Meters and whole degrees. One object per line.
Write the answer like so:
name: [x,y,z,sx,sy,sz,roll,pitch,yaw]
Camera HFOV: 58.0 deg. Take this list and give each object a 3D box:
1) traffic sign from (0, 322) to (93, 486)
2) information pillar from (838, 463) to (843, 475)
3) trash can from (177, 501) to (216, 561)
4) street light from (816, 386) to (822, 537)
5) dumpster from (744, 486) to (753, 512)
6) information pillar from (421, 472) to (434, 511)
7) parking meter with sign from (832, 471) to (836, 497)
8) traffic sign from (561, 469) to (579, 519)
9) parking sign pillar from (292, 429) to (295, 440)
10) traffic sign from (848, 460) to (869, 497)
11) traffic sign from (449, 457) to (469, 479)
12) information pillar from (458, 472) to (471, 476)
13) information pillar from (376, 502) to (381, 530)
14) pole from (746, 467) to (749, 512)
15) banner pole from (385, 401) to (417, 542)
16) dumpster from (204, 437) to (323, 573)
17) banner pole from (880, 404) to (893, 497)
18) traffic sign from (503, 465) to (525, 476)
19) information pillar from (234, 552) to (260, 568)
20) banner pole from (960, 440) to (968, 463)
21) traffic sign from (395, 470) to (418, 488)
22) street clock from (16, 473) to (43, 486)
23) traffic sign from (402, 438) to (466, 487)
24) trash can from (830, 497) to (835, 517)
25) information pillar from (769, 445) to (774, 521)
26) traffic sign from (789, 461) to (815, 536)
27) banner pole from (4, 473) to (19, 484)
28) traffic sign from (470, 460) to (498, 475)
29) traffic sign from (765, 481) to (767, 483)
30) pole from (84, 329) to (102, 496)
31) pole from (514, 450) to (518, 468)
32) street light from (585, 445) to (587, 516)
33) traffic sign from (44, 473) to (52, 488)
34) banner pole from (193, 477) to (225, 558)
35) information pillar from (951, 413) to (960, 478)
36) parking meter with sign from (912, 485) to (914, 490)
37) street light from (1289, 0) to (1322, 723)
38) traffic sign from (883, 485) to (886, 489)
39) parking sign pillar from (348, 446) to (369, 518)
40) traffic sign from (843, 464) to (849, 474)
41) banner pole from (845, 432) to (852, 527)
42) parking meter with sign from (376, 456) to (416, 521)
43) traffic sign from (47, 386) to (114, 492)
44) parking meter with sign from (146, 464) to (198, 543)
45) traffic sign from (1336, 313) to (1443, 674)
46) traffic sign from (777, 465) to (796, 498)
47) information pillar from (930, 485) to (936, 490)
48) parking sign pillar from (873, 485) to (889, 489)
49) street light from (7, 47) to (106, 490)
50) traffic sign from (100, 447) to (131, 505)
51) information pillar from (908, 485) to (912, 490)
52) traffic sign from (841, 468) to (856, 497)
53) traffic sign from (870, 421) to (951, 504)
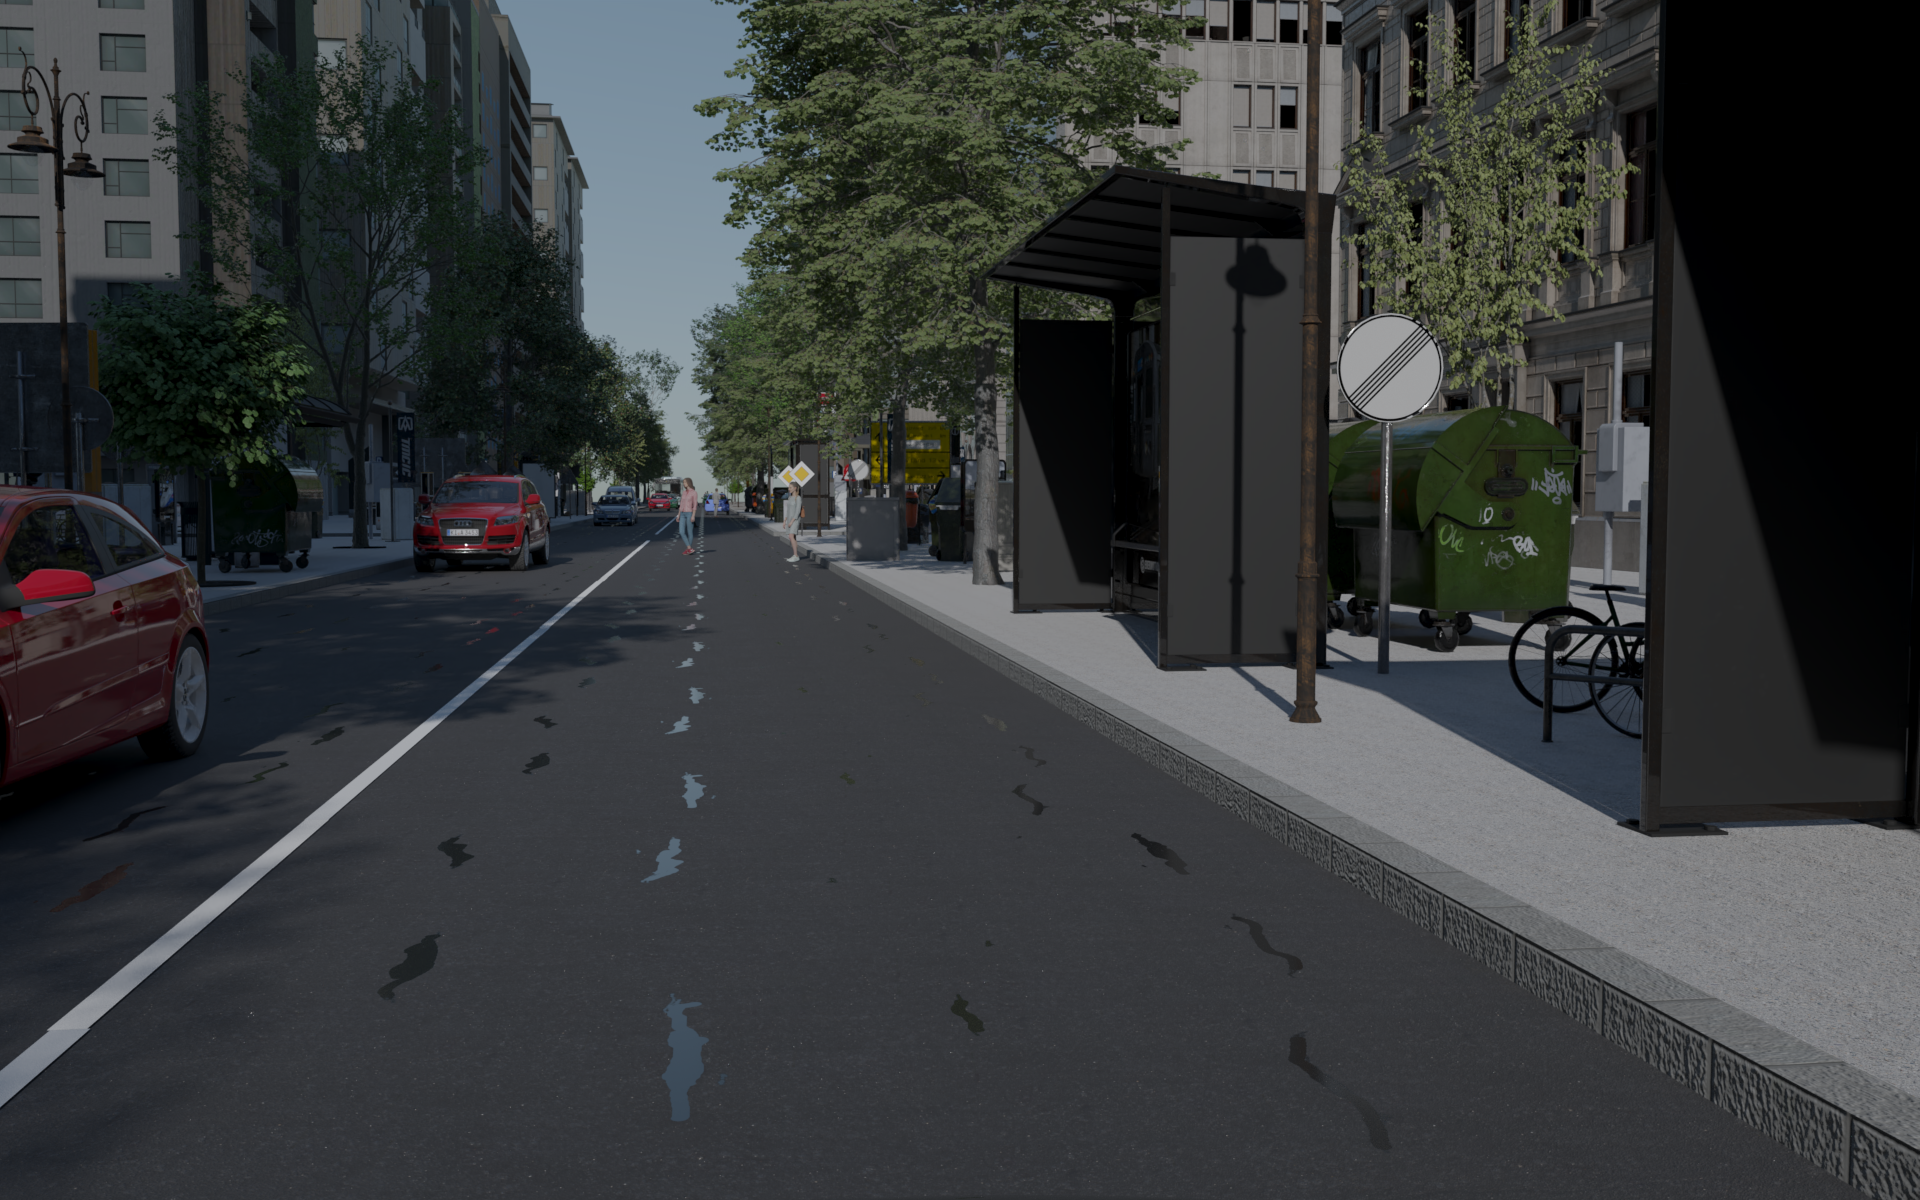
traffic sign: [-11.459,-1.634,20.593,2.265,3.308,0.079,0,4,1]
information pillar: [-8.567,-8.052,123.005,0.504,3.616,0.183,-1,4,-9]
trash can: [-14.664,-1.326,33.334,0.748,1.137,0.748,0,3,0]
street light: [-4.206,-4.821,51.615,0.468,5.910,1.993,-1,4,-8]
dumpster: [-14.699,-7.167,122.931,1.264,1.857,1.865,-1,4,-8]
information pillar: [-17.991,-3.306,58.539,0.304,2.012,0.304,1,4,16]
parking meter with sign: [-9.232,-8.168,129.801,0.543,3.016,1.738,-1,4,-9]
traffic sign: [-19.928,-5.413,88.506,0.884,2.594,0.081,0,4,-4]
parking sign pillar: [-23.063,-4.268,58.257,1.447,3.967,1.447,3,5,42]
traffic sign: [-3.767,-3.920,64.203,0.768,2.556,0.104,0,4,1]
traffic sign: [-17.721,-3.762,61.518,0.884,2.594,0.081,0,4,1]
information pillar: [-16.706,-3.302,58.475,0.304,2.012,0.304,3,4,36]
information pillar: [-20.711,-3.519,62.028,0.304,2.012,0.304,2,4,30]
pole: [-15.303,-8.012,124.844,0.158,3.312,0.155,0,3,0]
banner pole: [-15.036,-3.457,46.532,0.863,3.779,0.401,-2,4,-24]
dumpster: [-11.599,-1.613,28.873,1.502,2.255,1.985,-1,4,-8]
banner pole: [-1.921,-3.507,47.358,0.863,3.779,0.401,0,4,4]
traffic sign: [-15.209,-3.387,59.027,0.795,2.450,0.064,-1,4,-8]
information pillar: [-12.388,-1.562,30.038,0.304,2.012,0.304,1,4,11]
banner pole: [0.167,-5.544,80.657,0.401,3.779,0.863,-2,4,-33]
traffic sign: [-19.350,-3.633,60.591,0.795,2.450,0.064,0,4,1]
street clock: [-14.281,-1.348,26.604,0.358,2.002,0.471,1,4,9]
traffic sign: [-19.103,-4.220,62.875,2.265,3.308,0.079,0,4,-7]
trash can: [-7.548,-5.514,101.804,0.748,1.137,0.748,0,3,0]
information pillar: [-9.072,-5.624,83.303,0.183,3.616,0.504,-1,4,-11]
traffic sign: [-4.794,-2.986,52.470,0.795,2.450,0.064,-1,4,-8]
banner pole: [-16.721,-2.486,30.666,0.863,3.779,0.401,1,4,21]
traffic sign: [-14.041,-2.904,51.128,0.795,2.450,0.064,-1,4,-8]
traffic sign: [-15.186,-8.058,133.874,0.606,2.300,0.079,0,4,1]
pole: [-10.829,-1.697,21.595,0.158,3.312,0.155,0,3,0]
pole: [-20.632,-5.304,80.566,0.158,3.312,0.155,0,3,0]
street light: [-21.913,-7.860,101.302,0.468,5.910,1.993,-1,4,-8]
traffic sign: [-11.447,-1.324,21.754,0.768,2.556,0.104,0,4,-4]
banner pole: [-14.914,-2.718,34.458,0.401,3.779,0.863,2,4,25]
information pillar: [-0.211,-3.557,49.516,0.504,3.616,0.183,0,4,2]
parking meter with sign: [-2.900,-7.298,115.583,0.543,3.016,1.738,-1,4,-18]
street light: [1.949,-2.251,9.592,0.468,5.910,1.993,-1,4,-8]
traffic sign: [-2.768,-3.883,63.598,0.768,2.556,0.104,0,4,-6]
parking sign pillar: [-32.494,-6.458,94.063,1.447,3.967,1.447,0,4,1]
traffic sign: [-4.386,-4.327,70.847,0.768,2.556,0.104,0,4,-1]
banner pole: [-4.312,-4.783,68.219,0.401,3.779,0.863,0,4,4]
parking meter with sign: [-26.346,-5.181,80.974,0.543,3.016,1.738,3,5,42]
traffic sign: [-10.375,-1.244,20.448,0.768,2.556,0.104,0,4,-2]
parking meter with sign: [-20.756,-2.981,45.003,1.738,3.016,0.543,-1,4,-21]
traffic sign: [3.028,-0.746,12.307,0.768,2.556,0.104,0,4,-4]
traffic sign: [-5.962,-3.470,60.370,0.795,2.450,0.064,-1,4,-8]
information pillar: [-1.289,-4.982,85.939,0.304,2.012,0.304,2,4,35]
parking sign pillar: [-3.864,-6.233,90.388,1.447,3.967,1.447,-1,4,-12]
street light: [-9.581,-2.797,18.524,0.468,5.910,1.993,-1,4,-8]
traffic sign: [-12.802,-1.609,26.415,0.768,2.556,0.104,0,4,1]
information pillar: [-3.373,-7.024,119.336,0.304,2.012,0.304,3,5,41]
traffic sign: [-4.333,-4.243,69.382,0.884,2.594,0.081,0,4,-4]
traffic sign: [-1.374,-3.318,48.119,2.265,3.308,0.079,0,4,0]
